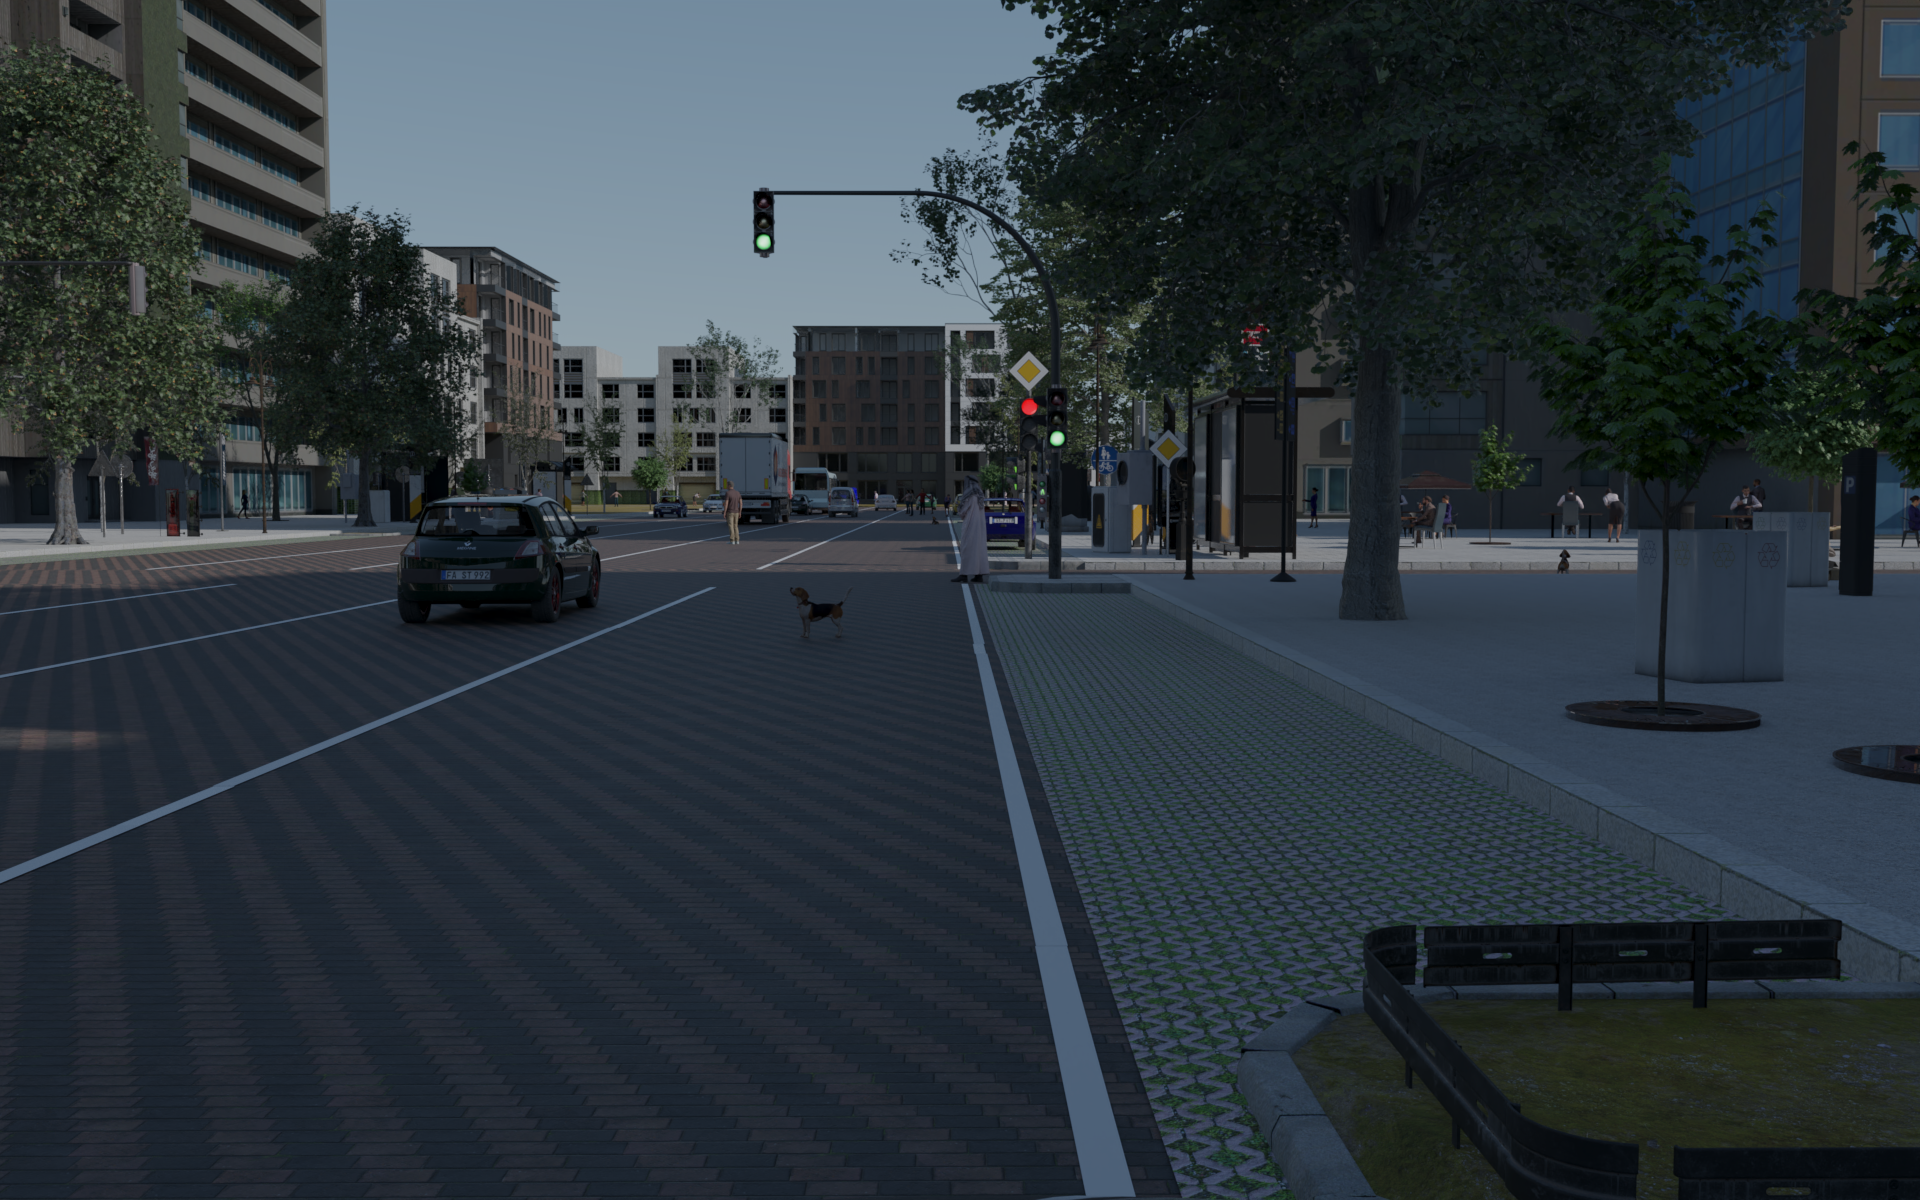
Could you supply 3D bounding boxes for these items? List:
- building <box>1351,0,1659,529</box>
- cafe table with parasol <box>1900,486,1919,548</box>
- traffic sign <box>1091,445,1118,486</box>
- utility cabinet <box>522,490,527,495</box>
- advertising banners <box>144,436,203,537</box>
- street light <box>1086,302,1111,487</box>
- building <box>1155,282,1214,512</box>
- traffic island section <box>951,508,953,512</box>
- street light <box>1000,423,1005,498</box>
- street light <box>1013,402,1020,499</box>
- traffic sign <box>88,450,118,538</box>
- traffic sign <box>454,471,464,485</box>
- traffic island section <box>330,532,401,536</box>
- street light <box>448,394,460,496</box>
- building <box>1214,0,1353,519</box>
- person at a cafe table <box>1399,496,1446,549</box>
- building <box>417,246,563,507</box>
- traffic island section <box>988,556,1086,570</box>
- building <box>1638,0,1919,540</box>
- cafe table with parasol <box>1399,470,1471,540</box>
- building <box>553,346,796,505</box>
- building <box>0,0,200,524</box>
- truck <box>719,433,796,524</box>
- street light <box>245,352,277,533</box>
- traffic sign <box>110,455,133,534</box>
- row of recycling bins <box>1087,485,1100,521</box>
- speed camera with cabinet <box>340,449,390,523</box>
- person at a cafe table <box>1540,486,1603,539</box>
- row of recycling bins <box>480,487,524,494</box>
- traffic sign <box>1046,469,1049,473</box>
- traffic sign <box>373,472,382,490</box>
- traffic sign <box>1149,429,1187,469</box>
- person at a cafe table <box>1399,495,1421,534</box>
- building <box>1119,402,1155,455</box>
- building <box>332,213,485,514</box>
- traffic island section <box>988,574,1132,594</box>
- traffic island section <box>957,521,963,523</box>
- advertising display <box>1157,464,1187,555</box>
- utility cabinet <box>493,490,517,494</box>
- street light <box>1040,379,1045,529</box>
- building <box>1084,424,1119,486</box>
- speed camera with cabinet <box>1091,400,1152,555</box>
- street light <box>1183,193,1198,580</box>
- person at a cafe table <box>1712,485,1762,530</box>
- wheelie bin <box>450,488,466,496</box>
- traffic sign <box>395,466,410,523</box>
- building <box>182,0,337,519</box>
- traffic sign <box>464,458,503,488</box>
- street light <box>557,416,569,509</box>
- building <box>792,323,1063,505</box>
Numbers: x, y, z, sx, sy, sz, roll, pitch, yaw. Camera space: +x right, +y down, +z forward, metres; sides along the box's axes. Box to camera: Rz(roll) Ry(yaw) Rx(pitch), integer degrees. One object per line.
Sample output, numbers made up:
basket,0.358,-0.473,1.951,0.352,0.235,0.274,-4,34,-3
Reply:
building,23.008,-23.560,68.794,14.154,41.232,14.086,0,4,-1
cafe table with parasol,23.521,-2.228,41.300,2.610,1.966,2.610,0,4,-3
traffic sign,3.784,-2.751,45.087,0.768,2.556,0.104,0,4,3
utility cabinet,-23.061,-5.072,91.608,0.318,1.500,1.173,-1,4,-18
advertising banners,-23.738,-3.428,52.232,2.074,3.025,0.090,1,4,18
street light,3.301,-4.206,41.558,0.468,5.910,1.993,0,4,-1
building,24.760,-15.995,127.983,16.747,18.905,31.486,0,4,-1
traffic island section,0.100,-8.573,163.033,1.991,0.108,1.994,0,4,-1
street light,2.694,-8.306,108.586,0.468,5.910,1.993,0,4,-1
street light,2.906,-6.943,86.309,0.468,5.910,1.993,0,4,-1
traffic sign,-25.274,-3.124,51.074,0.884,2.594,0.081,0,4,4
traffic sign,-27.857,-5.896,96.506,0.768,2.556,0.104,1,4,8
traffic island section,-20.461,-2.264,59.880,1.991,0.108,1.994,0,4,-1
street light,-22.977,-6.484,78.807,0.468,5.910,1.993,0,4,-1
building,26.786,-29.014,98.087,21.300,48.544,21.600,0,4,-1
person at a cafe table,10.609,-1.845,41.030,1.726,1.238,1.698,3,5,39
building,-54.708,-19.138,156.888,32.646,21.610,27.936,0,4,-1
traffic island section,1.374,-0.731,34.239,2.009,0.180,2.903,0,4,-1
building,31.130,-24.692,53.826,14.200,45.320,14.600,0,4,-1
cafe table with parasol,13.340,-2.738,49.629,2.610,1.966,2.610,-3,5,-43
building,-36.099,-21.345,215.446,31.486,18.905,16.747,0,4,-1
building,-44.492,-18.714,77.678,14.160,30.474,14.107,0,4,-1
truck,-9.871,-5.874,84.957,2.839,4.237,11.283,0,4,0
street light,-22.709,-5.114,56.396,0.468,5.910,1.993,0,4,-1
traffic sign,-26.673,-3.363,55.085,0.768,2.556,0.104,0,4,5
row of recycling bins,5.826,-4.596,82.256,1.069,1.692,3.534,3,5,41
speed camera with cabinet,-26.303,-5.030,76.582,2.038,3.252,0.660,0,4,6
person at a cafe table,17.774,-2.559,50.348,1.698,1.524,1.622,1,4,20
row of recycling bins,-25.554,-5.482,96.737,1.069,1.692,3.534,1,4,22
traffic sign,4.432,-5.334,87.313,0.768,2.556,0.104,0,4,4
traffic sign,-27.125,-4.816,80.875,0.606,2.300,0.079,1,4,9
traffic sign,4.252,-2.171,35.223,0.795,2.593,0.064,0,4,1
person at a cafe table,14.123,-2.917,56.213,1.698,1.524,1.622,1,4,16
building,20.765,-13.199,157.950,9.099,9.664,28.070,0,4,-1
building,-46.922,-15.807,124.909,16.747,18.905,31.486,0,4,-1
traffic island section,1.452,-0.243,26.254,2.009,0.180,2.903,0,4,-1
traffic island section,0.862,-3.852,85.845,1.991,0.108,1.994,0,4,-1
advertising display,4.542,-1.940,36.933,0.123,1.923,0.974,3,5,44
utility cabinet,-22.960,-4.813,87.374,1.173,1.500,0.318,-3,5,-40
street light,3.043,-5.581,64.031,0.468,5.910,1.993,0,4,-1
building,26.364,-16.504,211.980,28.070,9.664,9.099,0,4,-1
speed camera with cabinet,3.463,-2.623,37.228,0.660,3.252,2.038,-1,4,-18
street light,3.436,-3.242,25.796,0.468,5.910,1.993,0,4,-1
person at a cafe table,20.683,-2.259,45.453,1.698,1.524,1.622,1,4,10
wheelie bin,-27.079,-5.227,93.377,0.693,1.594,0.980,2,4,31
traffic sign,-25.085,-4.767,78.050,0.768,2.556,0.104,0,4,5
building,-49.009,-28.820,94.904,21.300,48.544,21.600,0,4,-1
traffic sign,-27.233,-6.430,98.997,2.265,3.308,0.079,0,4,5
street light,-23.134,-7.847,101.084,0.468,5.910,1.993,0,4,-1
building,-4.086,-23.049,220.832,32.646,21.610,27.936,0,4,-1
